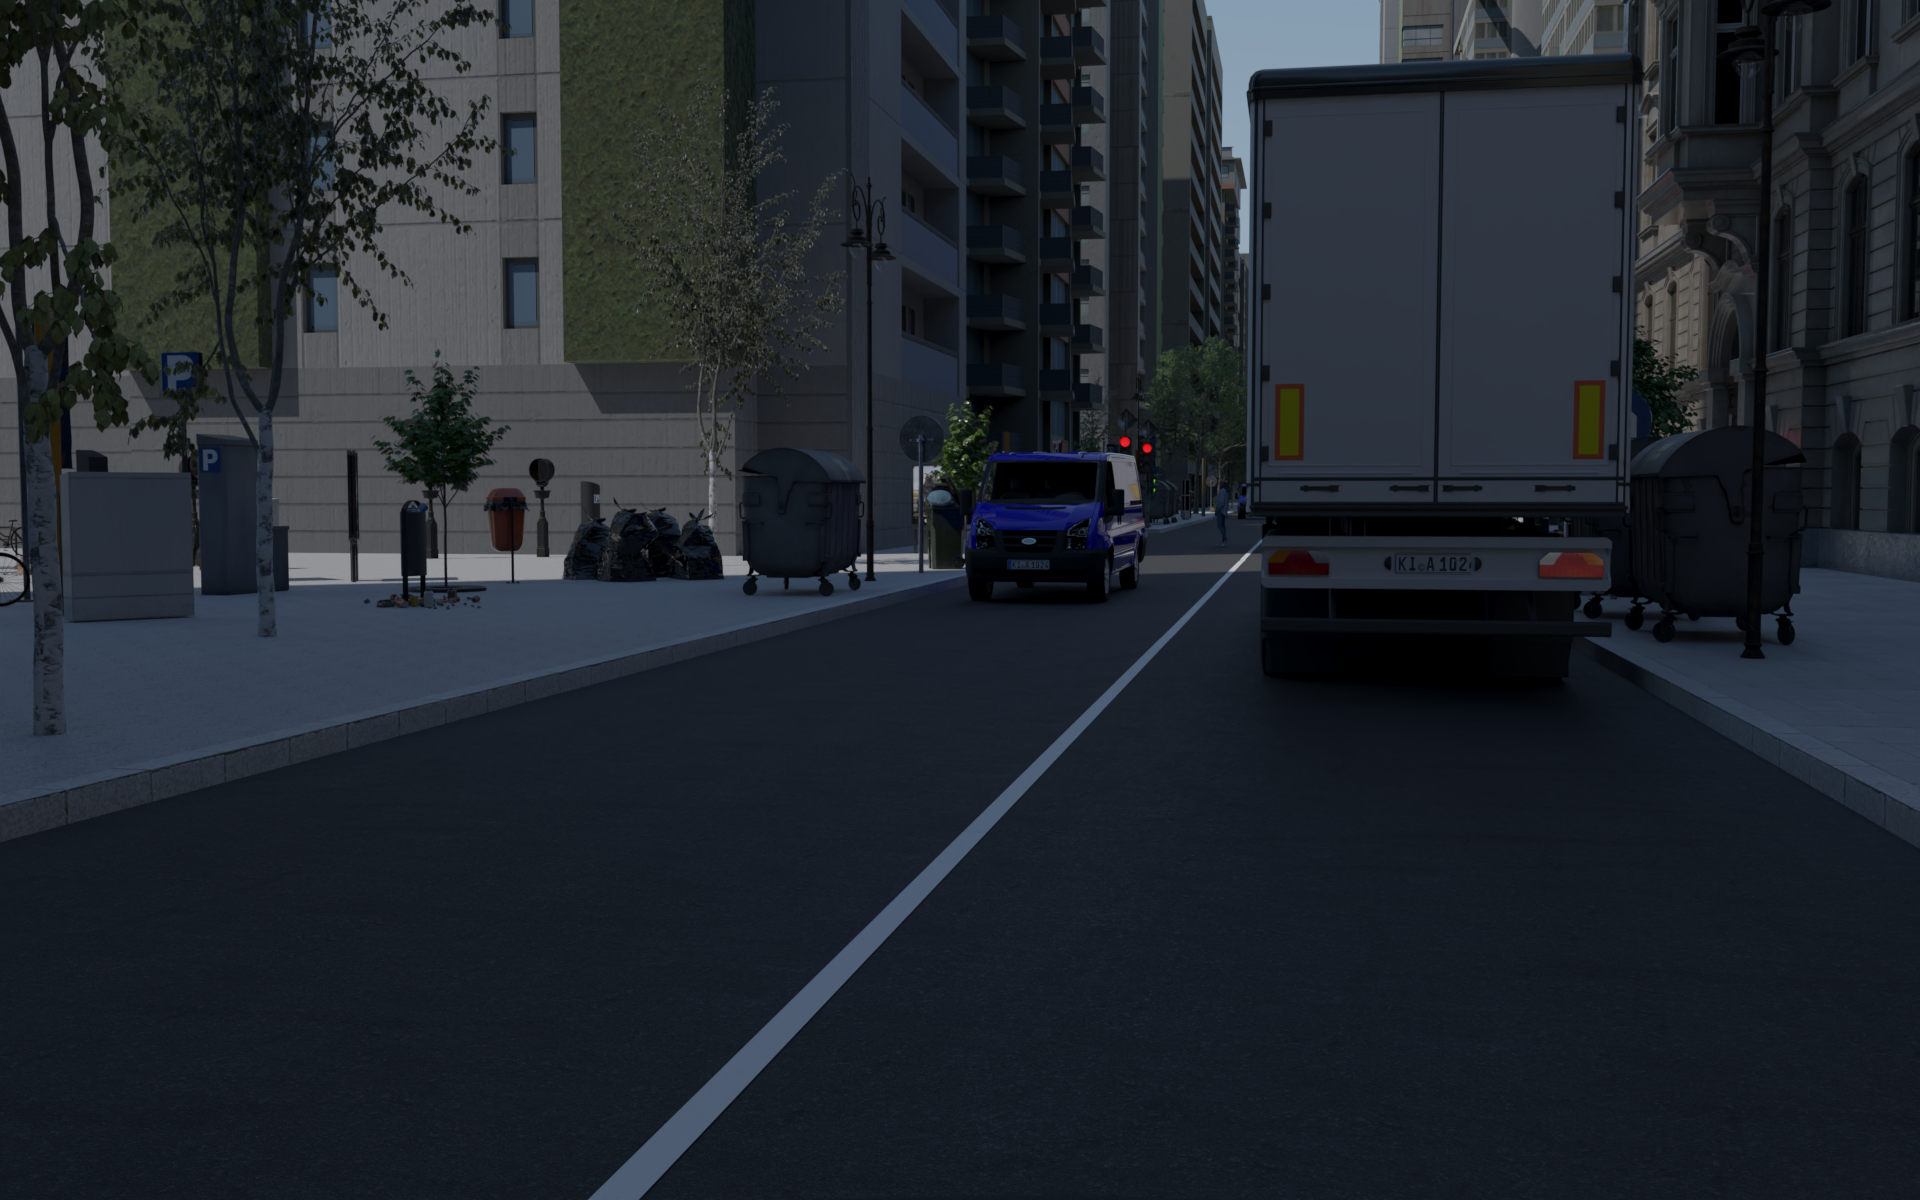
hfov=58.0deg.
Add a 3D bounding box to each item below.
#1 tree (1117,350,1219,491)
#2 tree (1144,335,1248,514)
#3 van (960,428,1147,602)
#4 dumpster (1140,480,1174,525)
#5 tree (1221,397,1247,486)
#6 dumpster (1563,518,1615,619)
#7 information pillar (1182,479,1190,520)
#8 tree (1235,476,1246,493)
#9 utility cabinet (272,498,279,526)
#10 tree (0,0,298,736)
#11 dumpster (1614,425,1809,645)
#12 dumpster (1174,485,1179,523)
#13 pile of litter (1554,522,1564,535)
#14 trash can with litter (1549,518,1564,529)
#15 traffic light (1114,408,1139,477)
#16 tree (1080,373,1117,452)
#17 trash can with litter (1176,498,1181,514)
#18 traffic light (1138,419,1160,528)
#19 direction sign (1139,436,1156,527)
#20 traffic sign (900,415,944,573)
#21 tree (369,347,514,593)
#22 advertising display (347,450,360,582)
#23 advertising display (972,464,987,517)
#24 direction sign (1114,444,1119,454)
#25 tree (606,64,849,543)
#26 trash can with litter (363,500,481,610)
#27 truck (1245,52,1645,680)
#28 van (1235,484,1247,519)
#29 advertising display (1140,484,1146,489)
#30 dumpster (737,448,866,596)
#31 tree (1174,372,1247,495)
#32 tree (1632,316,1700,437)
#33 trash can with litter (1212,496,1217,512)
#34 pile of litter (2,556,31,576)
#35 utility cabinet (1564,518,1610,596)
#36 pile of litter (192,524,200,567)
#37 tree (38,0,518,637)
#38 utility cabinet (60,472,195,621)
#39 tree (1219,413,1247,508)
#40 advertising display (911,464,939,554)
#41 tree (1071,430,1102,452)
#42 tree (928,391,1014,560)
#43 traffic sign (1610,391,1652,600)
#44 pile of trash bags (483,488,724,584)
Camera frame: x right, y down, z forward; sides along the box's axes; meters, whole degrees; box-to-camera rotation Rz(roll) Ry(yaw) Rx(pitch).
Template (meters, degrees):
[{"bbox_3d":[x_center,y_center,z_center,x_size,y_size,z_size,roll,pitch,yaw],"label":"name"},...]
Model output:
[{"bbox_3d":[10.786,-8.522,89.696,4.360,8.622,3.978,0,3,0],"label":"tree"},{"bbox_3d":[15.523,-11.414,112.369,9.928,11.665,9.643,0,3,0],"label":"tree"},{"bbox_3d":[1.441,-1.253,24.869,2.240,2.365,5.245,1,4,12],"label":"van"},{"bbox_3d":[8.202,-4.114,73.015,1.264,1.857,1.865,1,4,11],"label":"dumpster"},{"bbox_3d":[36.212,-18.762,213.410,9.857,13.997,8.962,0,3,0],"label":"tree"},{"bbox_3d":[7.133,-0.767,18.296,1.264,1.857,1.865,1,4,11],"label":"dumpster"},{"bbox_3d":[11.340,-5.042,86.921,0.304,2.012,0.304,-1,4,-22],"label":"information pillar"},{"bbox_3d":[30.365,-11.731,186.409,1.663,3.219,1.824,0,3,0],"label":"tree"},{"bbox_3d":[-10.438,-0.891,25.722,0.306,1.237,1.020,-3,5,-41],"label":"utility cabinet"},{"bbox_3d":[-4.983,-3.574,8.797,4.737,8.622,4.395,0,3,0],"label":"tree"},{"bbox_3d":[6.713,-0.594,15.476,1.264,1.857,1.865,1,4,11],"label":"dumpster"},{"bbox_3d":[9.034,-4.364,77.108,1.264,1.857,1.865,1,4,11],"label":"dumpster"},{"bbox_3d":[19.201,-2.431,53.707,1.719,0.858,1.176,2,4,34],"label":"pile of litter"},{"bbox_3d":[22.053,-3.157,63.012,0.624,1.170,1.055,3,5,43],"label":"trash can with litter"},{"bbox_3d":[5.458,-4.156,56.864,0.839,4.253,0.868,1,4,11],"label":"traffic light"},{"bbox_3d":[7.620,-9.374,103.631,4.360,8.622,3.978,0,3,0],"label":"tree"},{"bbox_3d":[13.854,-6.018,109.781,1.055,1.170,0.624,-1,4,-16],"label":"trash can with litter"},{"bbox_3d":[7.029,-4.634,64.693,0.839,4.253,0.868,1,4,11],"label":"traffic light"},{"bbox_3d":[7.269,-4.604,67.270,0.876,3.537,0.379,-3,4,-39],"label":"direction sign"},{"bbox_3d":[-0.629,-1.706,28.002,0.768,2.556,0.104,1,4,19],"label":"traffic sign"},{"bbox_3d":[-6.877,-1.736,22.984,1.663,3.219,1.824,0,3,0],"label":"tree"},{"bbox_3d":[-8.946,-1.244,25.552,0.123,1.923,0.974,-1,4,-17],"label":"advertising display"},{"bbox_3d":[0.728,-1.816,34.911,0.974,1.923,0.123,-1,4,-18],"label":"advertising display"},{"bbox_3d":[6.949,-5.315,78.905,0.379,3.537,0.876,3,5,42],"label":"direction sign"},{"bbox_3d":[-4.207,-4.924,30.872,4.360,8.622,3.978,0,3,0],"label":"tree"},{"bbox_3d":[-6.143,-0.565,20.302,1.678,1.210,2.233,0,4,5],"label":"trash can with litter"},{"bbox_3d":[4.172,-1.702,16.749,2.839,4.237,11.283,1,4,11],"label":"truck"},{"bbox_3d":[17.123,-5.855,100.107,2.240,2.365,5.245,1,4,13],"label":"van"},{"bbox_3d":[11.553,-6.200,106.589,0.974,1.923,0.123,1,4,10],"label":"advertising display"},{"bbox_3d":[-2.040,-1.020,22.435,1.264,1.857,1.865,1,4,11],"label":"dumpster"},{"bbox_3d":[18.982,-11.651,124.899,7.601,10.594,8.767,0,4,-2],"label":"tree"},{"bbox_3d":[10.515,-2.773,29.050,4.285,4.588,4.351,0,3,0],"label":"tree"},{"bbox_3d":[18.040,-6.766,122.009,0.624,1.170,1.055,2,4,29],"label":"trash can with litter"},{"bbox_3d":[-14.755,-0.864,28.093,1.176,0.858,1.719,2,4,30],"label":"pile of litter"},{"bbox_3d":[8.173,-0.655,21.874,1.020,1.237,0.306,1,4,15],"label":"utility cabinet"},{"bbox_3d":[-13.838,-1.034,30.877,1.719,0.858,1.176,0,4,-1],"label":"pile of litter"},{"bbox_3d":[-6.216,-3.989,15.590,4.360,8.622,3.978,0,3,0],"label":"tree"},{"bbox_3d":[-8.496,-0.551,17.686,1.173,1.500,0.318,-3,5,-43],"label":"utility cabinet"},{"bbox_3d":[20.173,-11.212,133.683,4.360,8.622,3.978,0,3,0],"label":"tree"},{"bbox_3d":[-0.592,-1.946,37.029,0.974,1.923,0.123,2,4,29],"label":"advertising display"},{"bbox_3d":[4.042,-3.523,52.200,1.663,3.219,1.824,0,3,0],"label":"tree"},{"bbox_3d":[0.240,-2.319,32.520,1.663,3.219,1.824,0,3,0],"label":"tree"},{"bbox_3d":[7.960,-1.279,21.011,0.768,2.556,0.104,1,4,12],"label":"traffic sign"},{"bbox_3d":[-5.358,-0.982,25.815,3.447,1.369,1.912,-2,4,-32],"label":"pile of trash bags"}]
